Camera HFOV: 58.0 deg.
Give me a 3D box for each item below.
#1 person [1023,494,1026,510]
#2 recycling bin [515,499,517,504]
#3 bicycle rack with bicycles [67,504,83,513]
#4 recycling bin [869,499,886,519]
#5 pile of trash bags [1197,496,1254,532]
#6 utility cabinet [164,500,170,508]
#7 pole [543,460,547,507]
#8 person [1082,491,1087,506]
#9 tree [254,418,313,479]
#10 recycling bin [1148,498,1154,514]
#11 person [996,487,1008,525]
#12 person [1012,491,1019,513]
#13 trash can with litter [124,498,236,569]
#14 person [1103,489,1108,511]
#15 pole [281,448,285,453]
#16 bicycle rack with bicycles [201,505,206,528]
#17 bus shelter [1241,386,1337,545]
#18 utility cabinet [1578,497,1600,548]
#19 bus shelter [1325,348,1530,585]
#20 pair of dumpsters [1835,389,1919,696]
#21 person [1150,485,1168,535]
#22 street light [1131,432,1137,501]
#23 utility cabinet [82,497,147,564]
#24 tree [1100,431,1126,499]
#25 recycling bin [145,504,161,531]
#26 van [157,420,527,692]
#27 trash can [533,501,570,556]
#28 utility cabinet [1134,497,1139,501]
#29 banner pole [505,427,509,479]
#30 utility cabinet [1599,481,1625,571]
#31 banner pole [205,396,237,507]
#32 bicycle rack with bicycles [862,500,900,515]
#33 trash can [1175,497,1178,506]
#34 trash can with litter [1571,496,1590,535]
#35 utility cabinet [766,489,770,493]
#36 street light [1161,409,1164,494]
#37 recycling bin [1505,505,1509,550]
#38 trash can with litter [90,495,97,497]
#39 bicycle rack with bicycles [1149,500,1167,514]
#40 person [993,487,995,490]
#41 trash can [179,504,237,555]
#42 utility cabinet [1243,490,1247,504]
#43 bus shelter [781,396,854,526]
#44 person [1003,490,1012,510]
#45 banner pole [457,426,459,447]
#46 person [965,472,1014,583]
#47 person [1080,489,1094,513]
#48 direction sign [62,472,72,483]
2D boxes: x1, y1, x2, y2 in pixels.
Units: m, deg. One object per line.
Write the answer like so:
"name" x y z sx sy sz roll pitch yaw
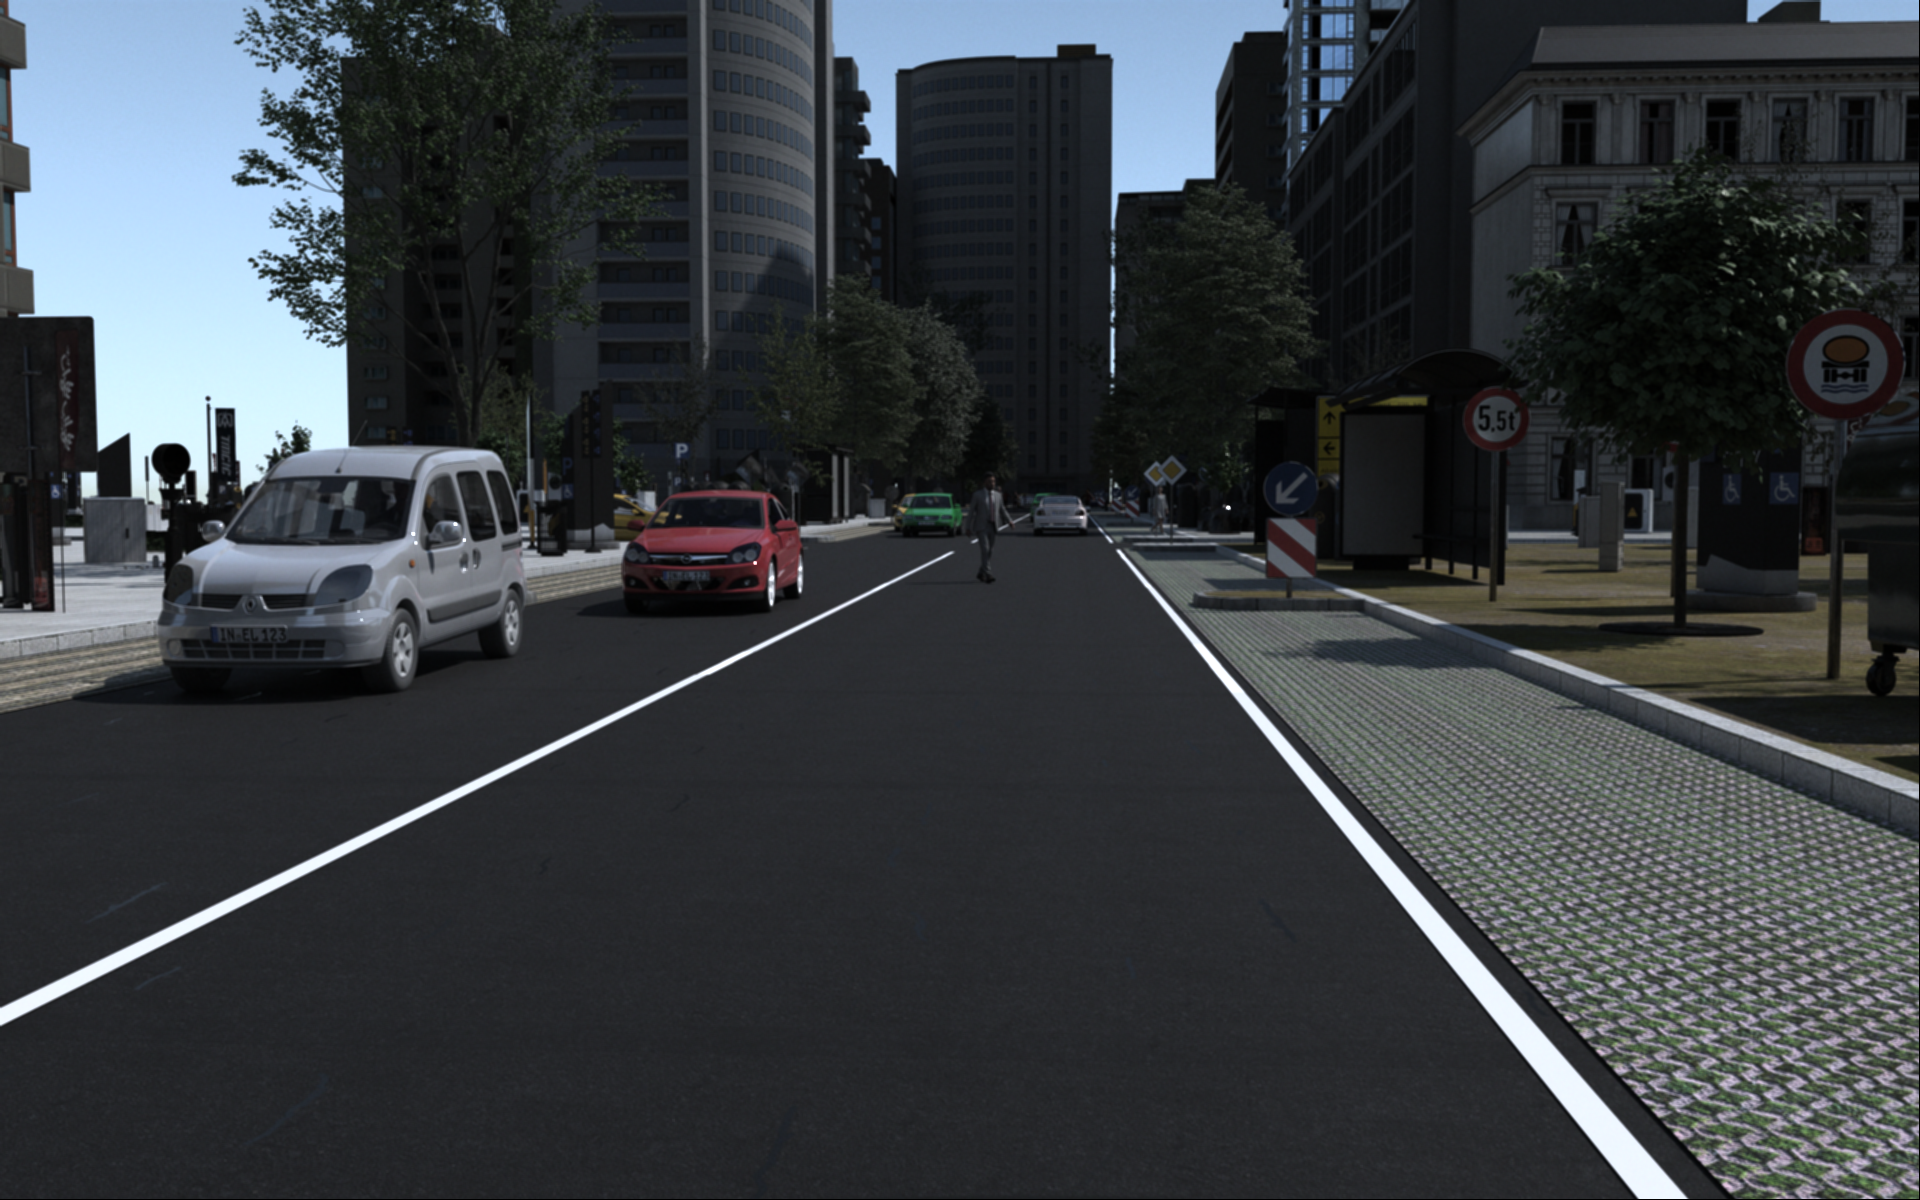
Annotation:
"person" 5.954 -8.911 157.413 0.599 1.433 0.991 0 4 1
"recycling bin" -21.918 -4.464 85.547 0.722 1.027 0.722 -1 4 -14
"bicycle rack with bicycles" -53.748 -5.670 106.093 2.925 0.926 2.852 -1 4 -11
"recycling bin" -4.365 -4.807 91.149 0.722 1.027 0.722 -2 4 -24
"pile of trash bags" 9.865 -3.011 58.981 3.447 1.369 1.912 0 4 -2
"utility cabinet" -48.626 -5.985 106.530 0.318 1.500 1.173 -1 4 -8
"pole" -23.554 -6.386 98.251 0.158 3.312 0.155 0 3 0
"person" 13.916 -11.119 190.393 1.348 1.812 0.705 2 4 29
"tree" -16.918 -3.049 44.449 1.663 3.219 1.824 0 3 0
"recycling bin" 12.837 -6.207 114.039 0.722 1.027 0.722 2 4 29
"person" 1.807 -4.284 78.949 0.834 1.777 0.661 3 5 40
"person" 4.136 -7.255 128.586 0.415 1.643 0.593 3 5 39
"trash can with litter" -13.192 -1.158 29.993 2.233 1.210 1.678 1 4 23
"person" 12.233 -8.354 145.075 0.705 1.826 1.348 0 4 -7
"pole" -30.007 -5.077 76.853 0.158 3.312 0.155 0 3 0
"bicycle rack with bicycles" -24.704 -2.702 57.553 2.925 0.926 2.852 -1 4 -20
"bus shelter" 7.763 -3.027 40.769 1.731 3.624 6.357 0 4 4
"utility cabinet" 15.327 -1.852 41.447 1.020 1.237 0.306 -1 4 -13
"bus shelter" 7.047 -2.008 26.755 2.014 3.302 5.546 0 4 4
"pair of dumpsters" 6.261 -0.393 8.912 1.574 2.255 4.437 0 4 4
"person" 6.802 -3.061 59.302 0.760 1.731 0.466 2 4 35
"street light" 12.702 -9.397 126.428 0.468 5.910 1.993 0 4 4
"utility cabinet" -15.719 -1.287 32.212 1.020 1.237 0.306 -2 4 -34
"tree" 17.958 -14.917 194.254 4.360 8.622 3.978 0 3 0
"recycling bin" -20.086 -1.828 42.444 0.722 1.027 0.722 0 4 2
"van" -4.790 -0.419 13.865 2.013 2.044 4.112 0 4 2
"trash can" -8.433 -1.476 35.784 0.748 1.137 0.748 0 3 0
"utility cabinet" 12.863 -7.015 123.372 1.173 1.500 0.318 -3 5 -43
"banner pole" -16.957 -4.580 64.901 0.401 3.779 0.863 -1 4 -12
"utility cabinet" 10.907 -1.239 28.935 0.318 1.500 1.173 2 4 25
"banner pole" -18.954 -3.323 44.345 0.863 3.779 0.401 -1 4 -16
"bicycle rack with bicycles" -4.424 -5.582 104.644 2.852 0.926 2.925 3 5 42
"trash can" 11.335 -4.706 88.594 0.748 1.137 0.748 0 3 0
"trash can with litter" 19.998 -2.646 54.318 2.233 1.210 1.678 -3 5 -40
"utility cabinet" -8.146 -4.182 77.049 0.318 1.500 1.173 -3 5 -40
"street light" 10.228 -7.030 87.724 0.468 5.910 1.993 0 4 4
"recycling bin" 12.220 -1.688 40.157 0.722 1.027 0.722 -1 4 -11
"trash can with litter" -58.977 -6.596 118.908 1.678 1.210 2.233 3 5 43
"bicycle rack with bicycles" 12.857 -5.586 104.715 2.925 0.926 2.852 0 4 -6
"person" 1.357 -3.895 72.575 0.661 1.777 0.834 1 4 9
"trash can" -10.513 -0.770 24.240 0.748 1.137 0.748 0 3 0
"utility cabinet" 14.241 -4.712 85.725 1.173 1.500 0.318 -3 5 -43
"bus shelter" -6.094 -5.856 73.379 2.179 5.291 8.768 0 4 4
"person" 4.134 -9.094 157.121 1.348 1.831 0.705 2 4 29
"banner pole" -13.145 -3.410 45.775 0.401 3.779 0.863 -2 4 -35
"person" 0.446 -1.178 28.038 0.678 1.792 0.850 -2 4 -27
"person" 9.516 -7.382 129.158 1.348 1.831 0.705 3 5 42
"direction sign" -47.172 -6.072 91.278 0.379 3.537 0.876 1 4 20
